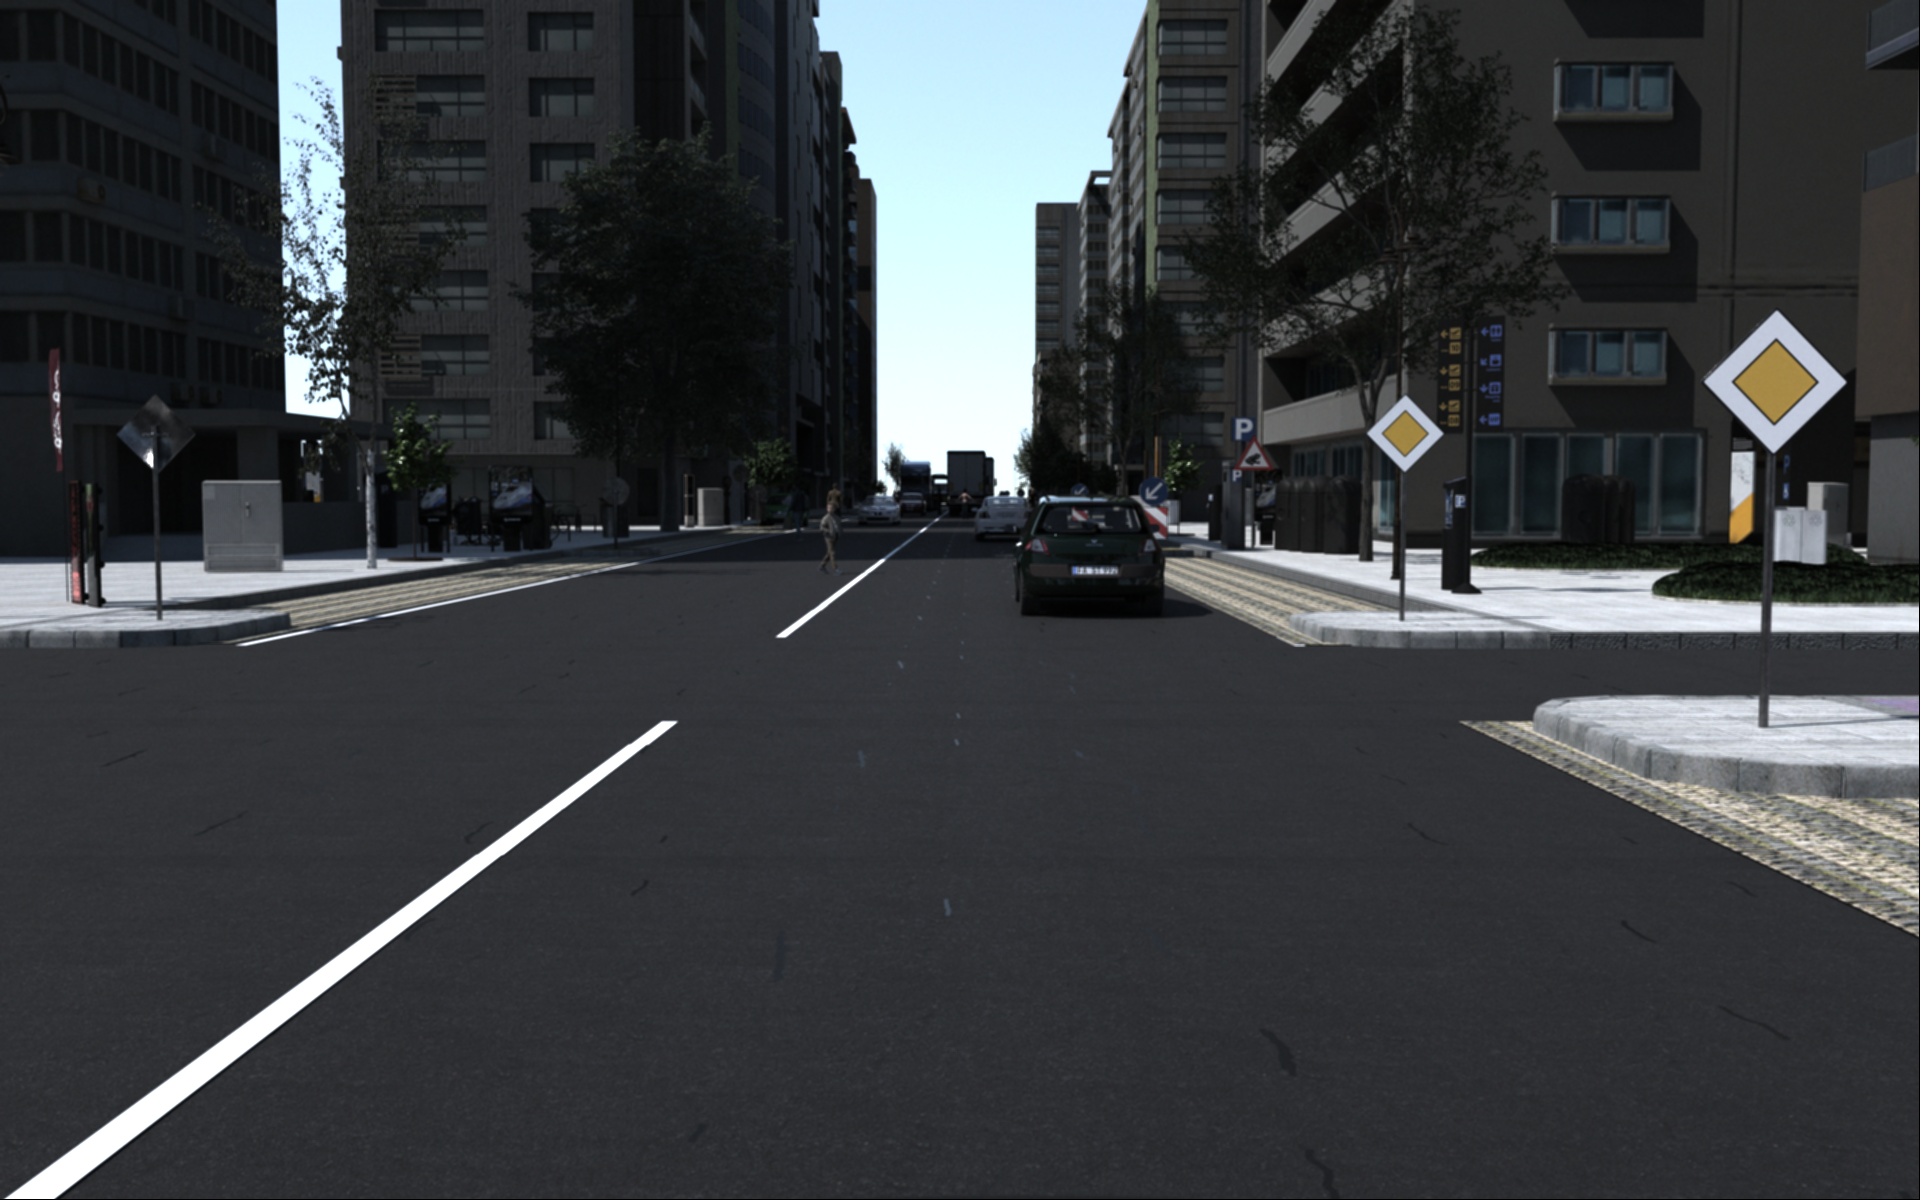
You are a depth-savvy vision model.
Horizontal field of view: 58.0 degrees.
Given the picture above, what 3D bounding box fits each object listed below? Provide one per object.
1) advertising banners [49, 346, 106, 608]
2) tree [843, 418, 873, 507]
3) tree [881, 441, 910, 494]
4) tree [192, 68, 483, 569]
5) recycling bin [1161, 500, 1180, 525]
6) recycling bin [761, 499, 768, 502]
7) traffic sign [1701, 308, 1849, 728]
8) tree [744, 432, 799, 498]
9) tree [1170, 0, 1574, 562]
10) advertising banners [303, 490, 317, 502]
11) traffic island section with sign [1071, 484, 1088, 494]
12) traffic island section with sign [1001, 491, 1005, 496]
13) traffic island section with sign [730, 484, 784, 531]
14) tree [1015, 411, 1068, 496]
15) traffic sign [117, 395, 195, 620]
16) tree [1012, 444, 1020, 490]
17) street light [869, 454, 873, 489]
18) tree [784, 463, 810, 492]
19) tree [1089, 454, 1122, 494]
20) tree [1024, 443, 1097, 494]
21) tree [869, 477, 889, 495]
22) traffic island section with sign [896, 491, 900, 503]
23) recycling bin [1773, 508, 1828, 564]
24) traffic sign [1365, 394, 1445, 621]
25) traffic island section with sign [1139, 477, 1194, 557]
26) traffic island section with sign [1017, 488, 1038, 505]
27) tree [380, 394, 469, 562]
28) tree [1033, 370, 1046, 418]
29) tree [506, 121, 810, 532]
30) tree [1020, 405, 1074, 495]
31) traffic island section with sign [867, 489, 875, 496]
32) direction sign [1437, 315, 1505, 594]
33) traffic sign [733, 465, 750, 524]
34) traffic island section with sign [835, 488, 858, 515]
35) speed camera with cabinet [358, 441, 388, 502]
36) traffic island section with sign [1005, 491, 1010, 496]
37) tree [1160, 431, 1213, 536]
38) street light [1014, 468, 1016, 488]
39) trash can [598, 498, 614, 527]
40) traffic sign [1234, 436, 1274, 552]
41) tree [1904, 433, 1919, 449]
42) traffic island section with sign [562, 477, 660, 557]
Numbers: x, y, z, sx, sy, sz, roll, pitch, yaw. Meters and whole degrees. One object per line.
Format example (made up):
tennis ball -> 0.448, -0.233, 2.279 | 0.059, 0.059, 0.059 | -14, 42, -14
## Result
advertising banners -> -10.300, -1.466, 20.158 | 0.090, 3.025, 2.074 | -3, 5, -40
tree -> -10.338, -13.286, 167.593 | 4.360, 8.622, 3.978 | 0, 3, 0
tree -> -8.892, -18.321, 249.905 | 4.737, 8.622, 4.395 | 0, 3, 0
tree -> -10.355, -4.842, 29.536 | 4.360, 8.622, 3.978 | 0, 3, 0
recycling bin -> 8.590, -3.604, 71.484 | 0.722, 1.027, 0.722 | 3, 5, 43
recycling bin -> -9.424, -4.475, 85.717 | 0.722, 1.027, 0.722 | 1, 4, 10
traffic sign -> 4.412, -0.355, 9.455 | 0.795, 2.450, 0.064 | 0, 4, 0
tree -> -9.847, -6.471, 89.513 | 4.285, 4.588, 4.351 | 0, 3, 0
tree -> 7.479, -5.994, 32.416 | 8.767, 10.594, 7.601 | 3, 5, 42
advertising banners -> -20.940, -3.514, 53.648 | 2.074, 3.025, 0.090 | 0, 4, 5
traffic island section with sign -> 4.479, -3.576, 67.090 | 1.989, 1.847, 2.006 | 0, 4, 0
traffic island section with sign -> 5.488, -13.358, 227.031 | 1.989, 1.847, 2.006 | 0, 4, 0
traffic island section with sign -> -7.851, -3.598, 67.461 | 1.989, 1.847, 2.006 | 0, 4, 0
tree -> 7.153, -12.128, 148.647 | 4.360, 8.622, 3.978 | 0, 3, 0
traffic sign -> -8.131, -0.850, 17.540 | 0.795, 2.450, 0.064 | 0, 4, 0
tree -> 7.500, -14.144, 181.623 | 4.737, 8.622, 4.395 | 0, 3, 0
street light -> -9.140, -12.516, 177.421 | 0.468, 5.910, 1.993 | 0, 4, 0
tree -> -9.893, -6.786, 105.550 | 1.663, 3.219, 1.824 | 0, 3, 0
tree -> 7.026, -5.494, 84.422 | 1.663, 3.219, 1.824 | 0, 3, 0
tree -> 7.150, -7.813, 111.456 | 4.285, 4.588, 4.351 | 0, 3, 0
tree -> -9.438, -12.154, 193.317 | 1.663, 3.219, 1.824 | 0, 3, 0
traffic island section with sign -> -7.007, -11.717, 200.204 | 1.989, 1.847, 2.006 | 0, 4, 0
recycling bin -> 13.128, -0.890, 27.104 | 0.722, 1.027, 0.722 | 1, 4, 20
traffic sign -> 4.462, -0.844, 17.440 | 0.795, 2.450, 0.064 | 0, 4, 0
traffic island section with sign -> 4.305, -1.927, 40.135 | 1.989, 1.847, 2.006 | 0, 4, 0
traffic island section with sign -> 4.786, -6.630, 117.025 | 1.989, 1.847, 2.006 | 0, 4, 0
tree -> -10.522, -2.355, 33.111 | 1.663, 3.219, 1.824 | 0, 3, 0
tree -> 6.689, -8.456, 72.663 | 8.767, 10.594, 7.601 | 2, 4, 29
tree -> -9.990, -9.289, 58.525 | 9.857, 13.997, 8.962 | 0, 3, 0
tree -> 7.282, -11.571, 139.544 | 4.737, 8.622, 4.395 | 0, 3, 0
traffic island section with sign -> -7.356, -8.317, 144.615 | 1.989, 1.847, 2.006 | 0, 4, 0
direction sign -> 6.550, -1.853, 22.291 | 0.876, 3.537, 0.379 | 3, 5, 39
traffic sign -> -9.475, -4.590, 75.160 | 0.768, 2.556, 0.104 | 0, 4, 1
traffic island section with sign -> -7.530, -6.640, 117.199 | 1.989, 1.847, 2.006 | 0, 4, 0
speed camera with cabinet -> -19.121, -3.699, 54.821 | 2.038, 3.252, 0.660 | 1, 4, 12
traffic island section with sign -> 4.953, -8.312, 144.528 | 1.989, 1.847, 2.006 | 0, 4, 0
tree -> 6.715, -3.596, 53.399 | 1.663, 3.219, 1.824 | 0, 3, 0
street light -> 7.985, -17.070, 251.883 | 0.468, 5.910, 1.993 | 0, 4, 0
trash can -> -13.786, -3.430, 67.741 | 0.748, 1.137, 0.748 | 0, 3, 0
traffic sign -> 6.530, -2.358, 38.560 | 0.884, 2.594, 0.081 | 0, 4, 1
tree -> 14.841, -1.865, 25.087 | 1.663, 3.219, 1.824 | 0, 3, 0
traffic island section with sign -> -8.017, -1.924, 40.088 | 1.989, 1.847, 2.006 | 0, 4, 0
